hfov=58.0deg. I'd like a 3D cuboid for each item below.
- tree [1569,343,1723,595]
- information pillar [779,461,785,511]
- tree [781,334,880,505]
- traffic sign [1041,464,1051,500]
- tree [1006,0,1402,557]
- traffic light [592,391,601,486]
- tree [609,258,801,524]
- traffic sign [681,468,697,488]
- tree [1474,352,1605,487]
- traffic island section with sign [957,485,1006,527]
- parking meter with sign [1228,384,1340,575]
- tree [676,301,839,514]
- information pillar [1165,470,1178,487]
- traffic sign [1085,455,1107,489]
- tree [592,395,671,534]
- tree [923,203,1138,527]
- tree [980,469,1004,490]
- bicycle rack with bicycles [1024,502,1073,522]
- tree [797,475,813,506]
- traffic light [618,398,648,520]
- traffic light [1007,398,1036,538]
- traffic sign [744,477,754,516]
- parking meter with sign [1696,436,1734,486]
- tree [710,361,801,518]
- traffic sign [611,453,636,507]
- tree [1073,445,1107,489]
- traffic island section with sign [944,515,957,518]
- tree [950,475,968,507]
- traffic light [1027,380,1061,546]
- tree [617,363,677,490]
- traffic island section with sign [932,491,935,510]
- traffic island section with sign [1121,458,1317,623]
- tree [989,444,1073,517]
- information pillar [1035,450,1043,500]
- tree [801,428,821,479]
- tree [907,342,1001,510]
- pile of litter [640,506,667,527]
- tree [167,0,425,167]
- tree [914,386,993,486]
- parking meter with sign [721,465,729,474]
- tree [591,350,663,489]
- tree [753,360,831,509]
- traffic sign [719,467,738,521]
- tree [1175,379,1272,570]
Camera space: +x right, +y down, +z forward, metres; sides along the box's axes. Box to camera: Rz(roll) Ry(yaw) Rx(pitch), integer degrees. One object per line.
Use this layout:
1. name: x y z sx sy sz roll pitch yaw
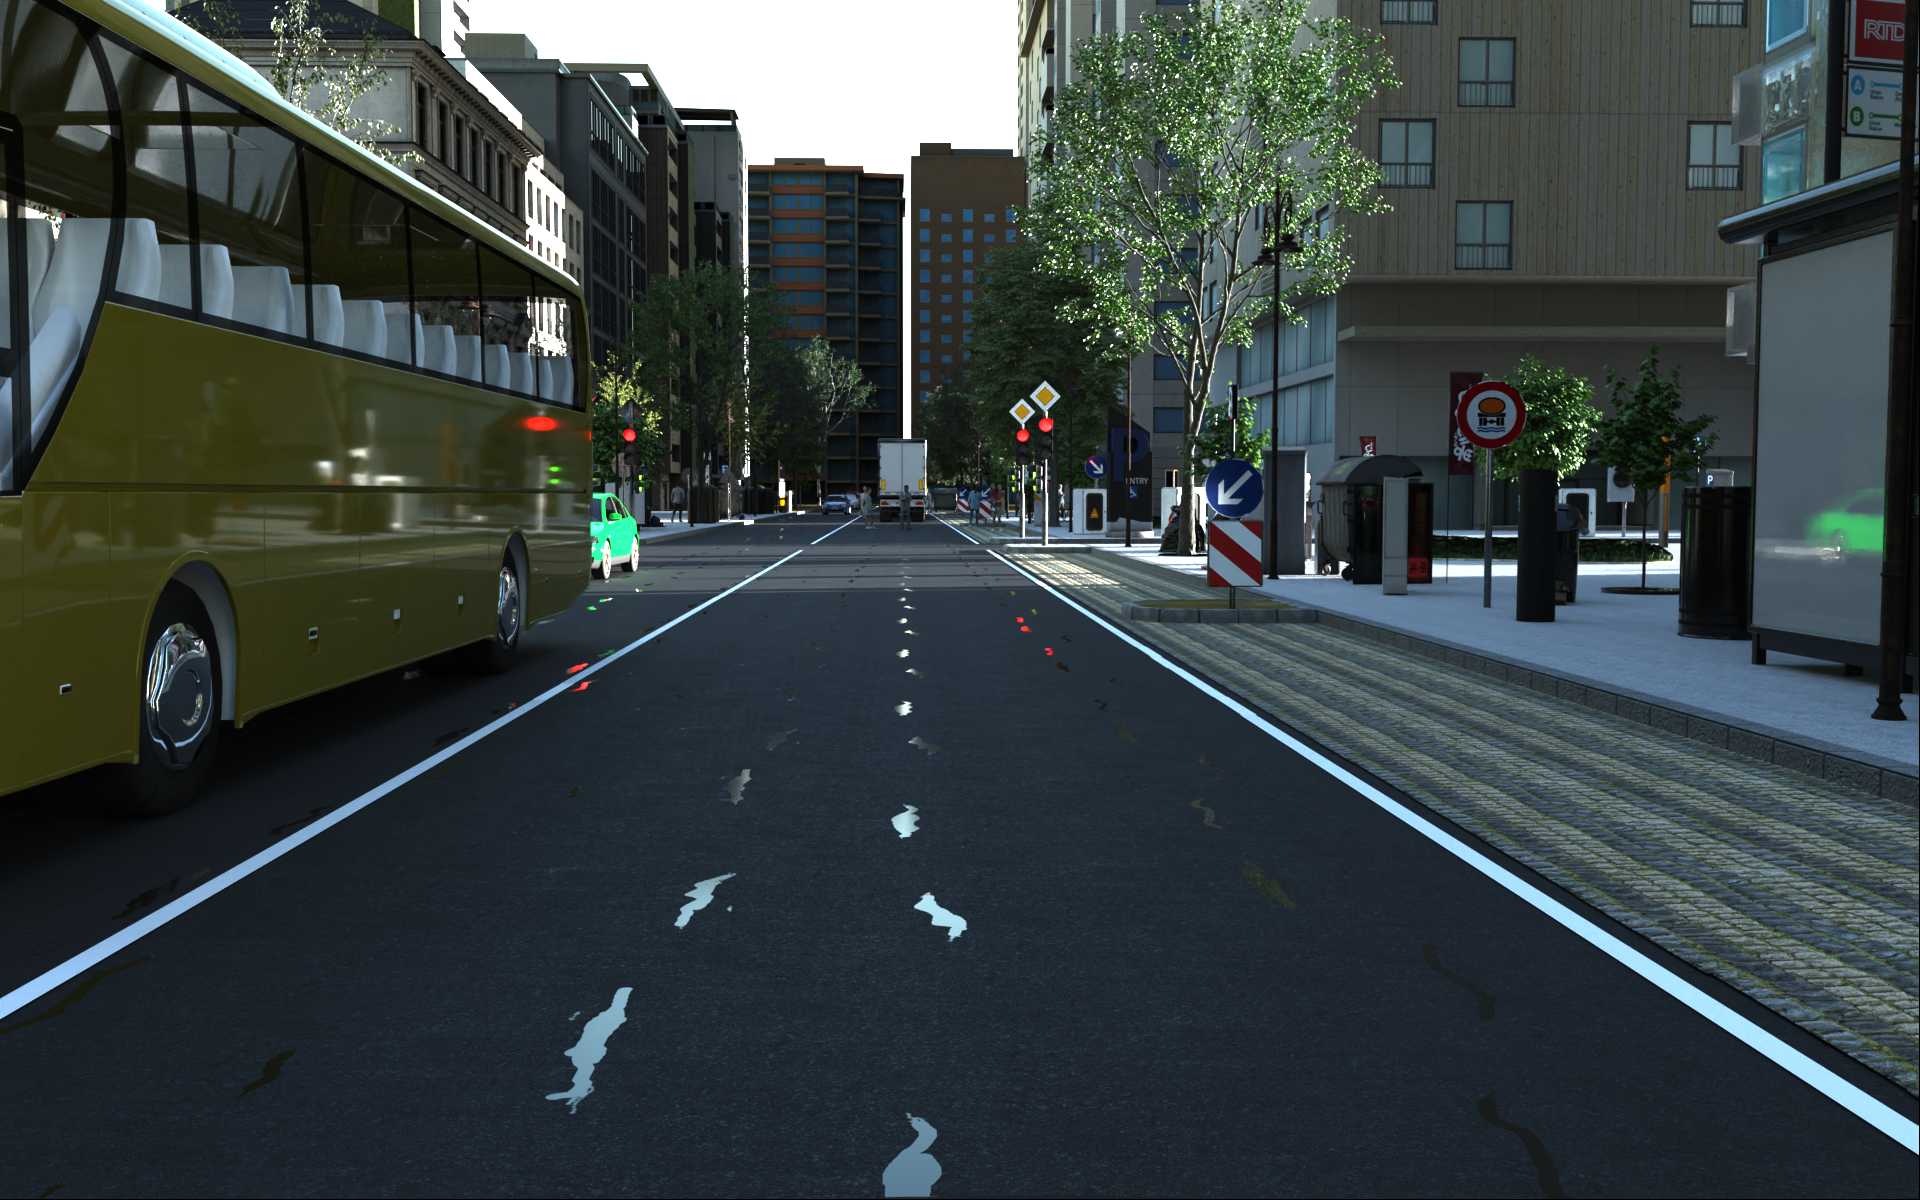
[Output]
1. tree: 8.979 -1.695 22.323 1.663 3.219 1.824 0 3 0
2. information pillar: -12.479 -7.938 121.147 0.183 3.616 0.504 3 5 44
3. tree: -15.738 -21.187 202.303 12.611 20.169 13.585 0 3 0
4. traffic sign: 3.812 -4.537 74.291 0.768 2.556 0.104 0 3 0
5. tree: 4.870 -6.715 35.542 9.928 11.665 9.643 0 3 0
6. traffic light: -9.272 -3.276 42.484 0.839 4.253 0.868 0 4 -2
7. tree: -11.123 -9.143 75.241 9.928 11.665 9.643 0 3 0
8. traffic sign: -13.294 -5.190 84.964 0.768 2.556 0.104 0 4 4
9. tree: 13.253 -3.456 40.221 4.285 4.588 4.351 0 3 0
10. traffic island section with sign: 0.986 -4.115 75.910 1.989 1.847 2.006 0 4 -2
11. parking meter with sign: 5.177 -1.920 27.647 1.738 3.016 0.543 0 4 2
12. tree: -12.784 -12.150 109.022 12.009 13.543 11.850 0 3 0
13. information pillar: 6.412 -2.938 52.525 0.304 2.012 0.304 2 4 33
14. traffic sign: 4.490 -3.479 56.994 0.768 2.556 0.104 0 4 7
15. tree: -11.012 -4.409 55.796 4.285 4.588 4.351 0 3 0
16. tree: 3.479 -9.112 67.105 7.486 12.596 7.792 0 3 0
17. tree: 2.337 -7.150 111.503 1.663 3.219 1.824 0 3 0
18. bicycle rack with bicycles: 3.980 -3.968 78.251 2.852 0.926 2.925 -2 4 -35
19. tree: -14.845 -10.543 166.975 1.663 3.219 1.824 0 3 0
20. traffic light: -9.551 -3.764 50.464 0.839 4.253 0.868 0 4 -2
21. traffic light: 1.803 -3.789 50.875 0.839 4.253 0.868 0 4 -2
22. traffic sign: -12.525 -6.162 102.876 0.606 2.300 0.079 0 4 2
23. parking meter with sign: 23.105 -3.448 52.635 1.738 3.016 0.543 -1 4 -15
24. tree: -11.978 -8.818 94.544 4.737 8.622 4.395 0 3 0
25. traffic sign: -10.334 -3.249 53.220 0.768 2.556 0.104 0 4 3
26. tree: 6.922 -7.024 98.555 4.285 4.588 4.351 0 3 0
27. traffic island section with sign: 0.033 -5.770 102.974 1.989 1.847 2.006 0 4 -2
28. tree: -0.255 -11.048 175.234 1.663 3.219 1.824 0 3 0
29. traffic light: 2.082 -3.301 42.895 0.839 4.253 0.868 0 4 -2
30. tree: -17.155 -8.745 93.336 4.360 8.622 3.978 0 3 0
31. traffic island section with sign: -2.635 -10.458 179.623 1.989 1.847 2.006 0 4 -2
32. traffic island section with sign: 2.916 -0.697 20.017 1.989 1.847 2.006 0 4 -2
33. tree: 3.235 -6.944 97.250 4.285 4.588 4.351 0 3 0
34. information pillar: 3.557 -5.178 76.016 0.504 3.616 0.183 1 4 10
35. tree: -14.668 -12.594 156.267 4.737 8.622 4.395 0 3 0
36. tree: 1.032 -14.018 139.563 12.009 13.543 11.850 0 3 0
37. pile of litter: -12.315 -3.272 67.460 1.719 0.858 1.176 0 4 -3
38. tree: -9.324 -4.459 23.272 4.360 8.622 3.978 0 3 0
39. tree: -0.643 -18.107 202.702 9.857 13.997 8.962 0 3 0
40. parking meter with sign: -13.699 -6.477 102.153 0.543 3.016 1.738 -1 4 -17
41. tree: -17.152 -8.449 88.505 4.737 8.622 4.395 0 3 0
42. tree: -14.120 -13.872 144.936 7.486 12.596 7.792 0 3 0
43. traffic sign: -10.887 -4.976 81.366 0.884 2.594 0.081 0 4 -1
44. tree: 4.478 -2.128 29.401 1.663 3.219 1.824 0 3 0
